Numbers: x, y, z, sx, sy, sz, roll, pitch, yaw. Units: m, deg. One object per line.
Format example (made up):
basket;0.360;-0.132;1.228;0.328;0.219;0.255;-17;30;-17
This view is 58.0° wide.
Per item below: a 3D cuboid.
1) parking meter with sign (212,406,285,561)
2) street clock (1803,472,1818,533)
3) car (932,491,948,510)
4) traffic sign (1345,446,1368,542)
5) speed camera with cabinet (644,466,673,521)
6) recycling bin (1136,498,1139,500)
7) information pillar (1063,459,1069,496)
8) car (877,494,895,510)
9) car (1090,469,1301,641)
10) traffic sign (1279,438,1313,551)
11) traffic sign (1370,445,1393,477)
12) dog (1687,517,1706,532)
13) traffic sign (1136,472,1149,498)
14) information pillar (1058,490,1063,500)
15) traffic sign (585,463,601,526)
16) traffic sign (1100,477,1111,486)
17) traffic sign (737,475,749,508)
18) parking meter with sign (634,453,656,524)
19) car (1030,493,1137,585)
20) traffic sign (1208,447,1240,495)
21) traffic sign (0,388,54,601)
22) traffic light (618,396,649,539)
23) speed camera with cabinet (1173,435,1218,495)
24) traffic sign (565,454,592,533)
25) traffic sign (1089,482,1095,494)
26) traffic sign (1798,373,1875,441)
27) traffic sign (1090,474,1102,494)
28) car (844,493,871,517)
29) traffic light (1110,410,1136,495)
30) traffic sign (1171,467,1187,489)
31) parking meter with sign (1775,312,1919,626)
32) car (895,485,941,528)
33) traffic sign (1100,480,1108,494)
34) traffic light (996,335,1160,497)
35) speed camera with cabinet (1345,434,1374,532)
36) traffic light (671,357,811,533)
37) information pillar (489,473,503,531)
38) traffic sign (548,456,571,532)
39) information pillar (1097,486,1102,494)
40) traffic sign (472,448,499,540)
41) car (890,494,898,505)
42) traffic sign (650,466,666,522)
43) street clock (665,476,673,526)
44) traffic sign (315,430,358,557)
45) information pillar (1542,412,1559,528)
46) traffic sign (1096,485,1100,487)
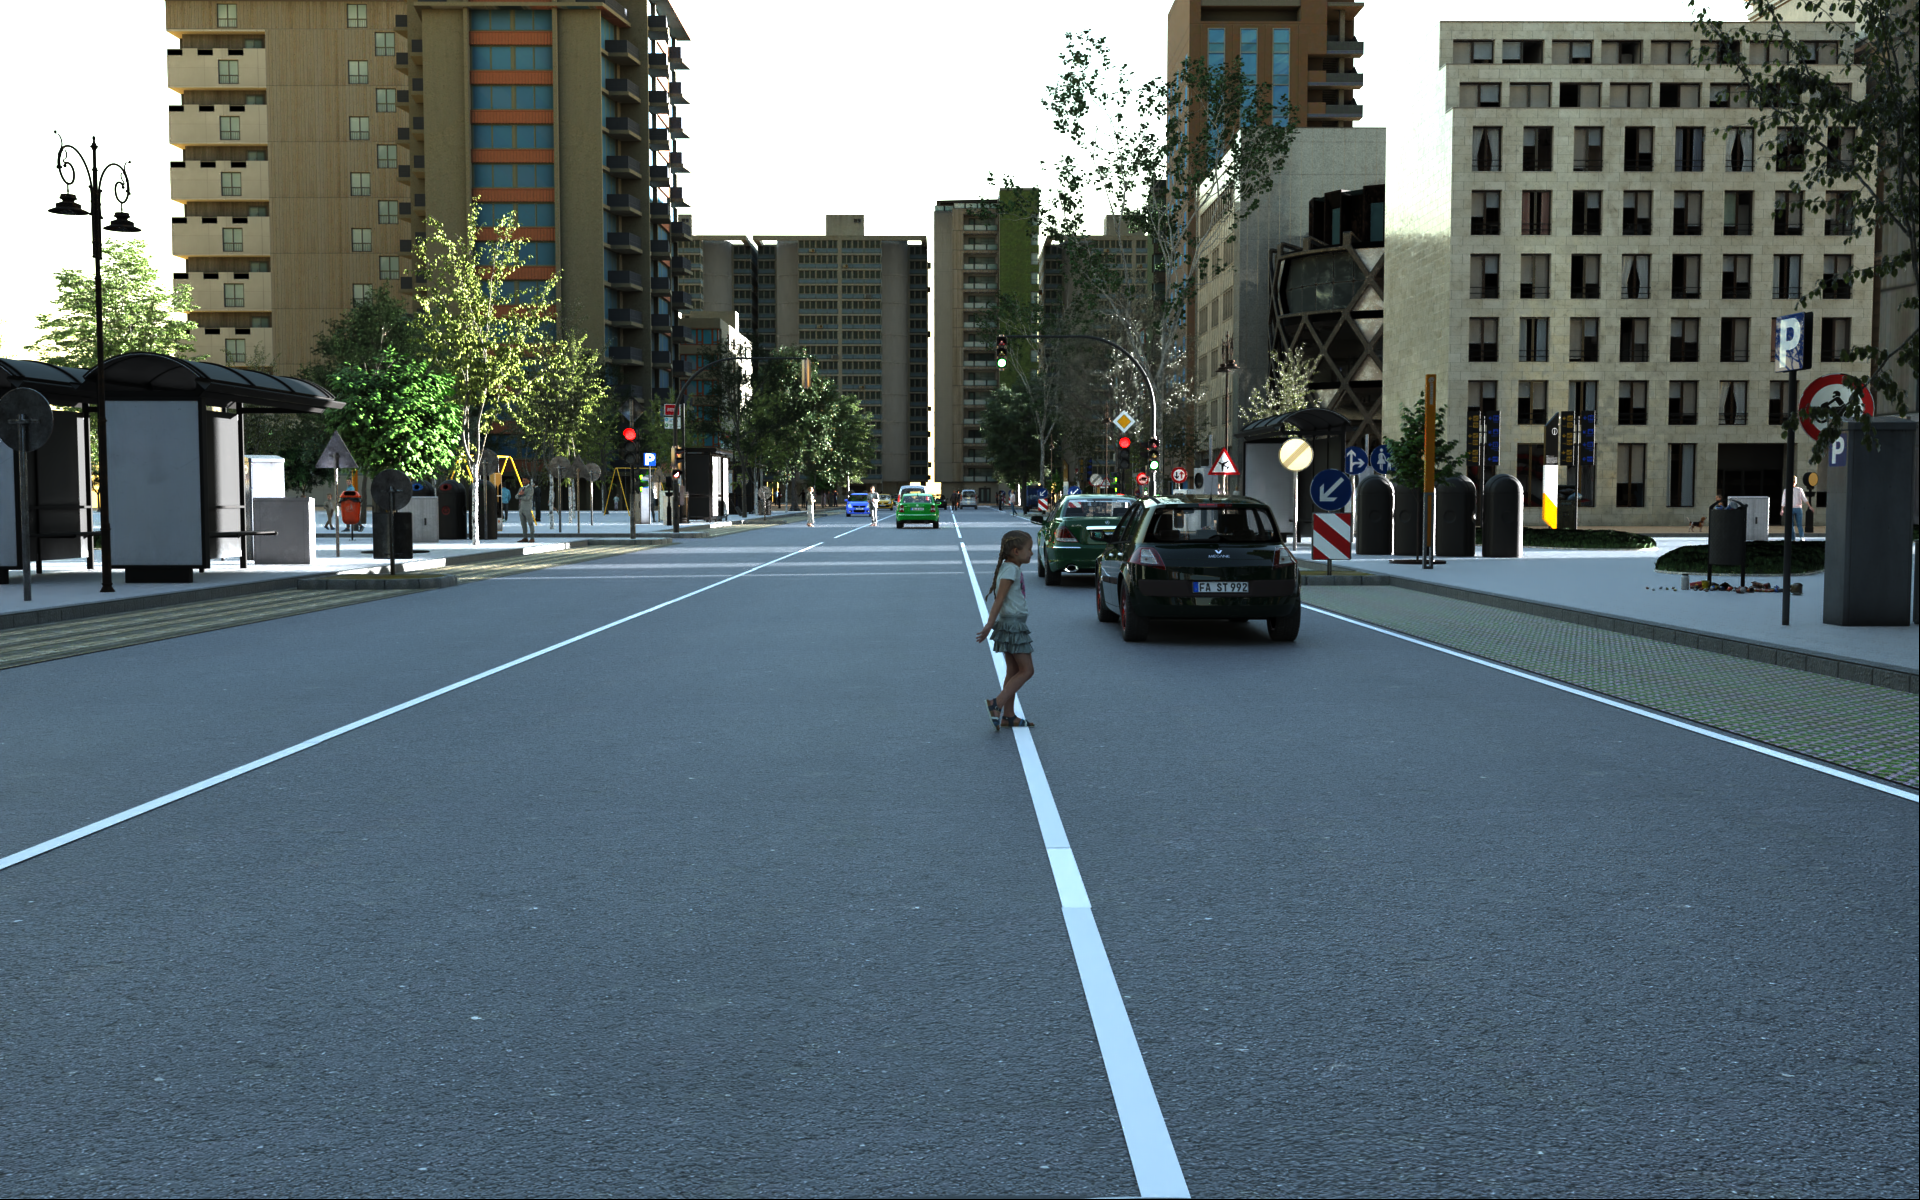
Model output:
parking meter with sign;-13.565;-2.296;33.793;1.738;3.016;0.543;-3;5;-41
street clock;28.201;-3.235;57.465;0.471;2.002;0.358;-2;4;-24
car;-2.057;-9.116;158.840;2.009;1.686;4.222;0;4;0
traffic sign;10.477;-2.818;46.179;0.768;2.556;0.104;0;4;4
speed camera with cabinet;-14.467;-5.499;84.252;2.038;3.252;0.660;2;4;35
recycling bin;10.573;-5.379;100.498;0.722;1.027;0.722;1;4;21
information pillar;7.011;-7.537;114.588;0.183;3.616;0.504;-2;4;-35
car;-6.760;-8.699;152.445;2.015;1.641;3.980;0;4;-1
car;2.415;-0.517;18.236;2.009;1.686;4.222;0;4;-1
traffic sign;7.591;-2.391;39.206;0.768;2.556;0.104;0;4;7
traffic sign;10.933;-2.724;44.649;0.768;2.556;0.104;0;4;0
dog;25.001;-2.566;58.790;0.540;0.507;0.406;0;4;7
traffic sign;10.781;-6.243;102.185;0.768;2.556;0.104;0;4;6
information pillar;7.563;-7.708;130.517;0.304;2.012;0.304;3;5;43
traffic sign;-15.023;-4.312;70.601;0.768;2.556;0.104;0;4;7
traffic sign;10.196;-7.382;120.700;0.884;2.594;0.081;0;4;8
traffic sign;-13.426;-6.537;106.980;0.768;2.556;0.104;0;4;3
parking meter with sign;-13.610;-4.767;74.208;0.543;3.016;1.738;-2;4;-32
car;2.249;-1.026;28.573;2.131;1.459;4.920;0;4;0
traffic sign;7.307;-2.937;48.018;0.884;2.594;0.081;0;4;2
traffic sign;-11.224;-1.264;20.771;0.768;2.556;0.104;1;4;8
traffic light;-9.366;-3.710;49.584;0.839;4.253;0.868;0;4;0
speed camera with cabinet;7.918;-3.916;58.369;0.660;3.252;2.038;-2;4;-23
traffic sign;-12.469;-3.460;56.571;0.884;2.594;0.081;0;4;3
traffic sign;8.650;-6.830;111.783;0.768;2.556;0.104;0;4;8
traffic sign;9.244;-1.117;18.361;0.768;2.556;0.104;0;4;7
traffic sign;8.407;-6.556;107.290;0.768;2.556;0.104;0;4;0
car;-6.402;-6.180;110.632;1.945;1.707;3.694;0;4;-2
traffic light;5.433;-4.207;57.699;0.839;4.253;0.868;0;4;0
traffic sign;10.265;-4.961;81.223;0.768;2.556;0.104;0;4;0
parking meter with sign;8.907;-1.262;16.887;1.738;3.016;0.543;0;4;-2
car;-1.785;-3.961;73.558;1.959;1.807;4.718;0;4;-1
traffic sign;10.369;-7.479;124.417;0.606;2.300;0.079;0;4;4
traffic light;3.404;-4.580;49.557;4.771;5.953;1.251;0;4;0
speed camera with cabinet;13.050;-3.884;57.836;0.660;3.252;2.038;-1;4;-17
traffic light;-7.336;-5.074;57.620;4.771;5.953;1.251;0;4;0
information pillar;-16.056;-3.391;59.928;0.304;2.012;0.304;3;4;37
traffic sign;-13.384;-3.535;57.900;0.768;2.556;0.104;0;4;4
information pillar;10.239;-7.500;127.119;0.304;2.012;0.304;3;5;40
traffic sign;-13.258;-2.952;48.368;0.768;2.556;0.104;0;4;1
car;-7.645;-11.876;205.963;2.131;1.459;4.920;0;4;-2
traffic sign;-13.836;-4.867;79.571;0.884;2.594;0.081;0;4;7
street clock;-11.853;-4.037;70.567;0.358;2.002;0.471;0;4;-7
traffic sign;-12.735;-2.164;35.384;0.884;2.594;0.081;0;4;0
information pillar;16.863;-3.552;49.434;0.504;3.616;0.183;-2;4;-25
traffic sign;9.897;-7.712;126.200;0.768;2.556;0.104;1;4;9
